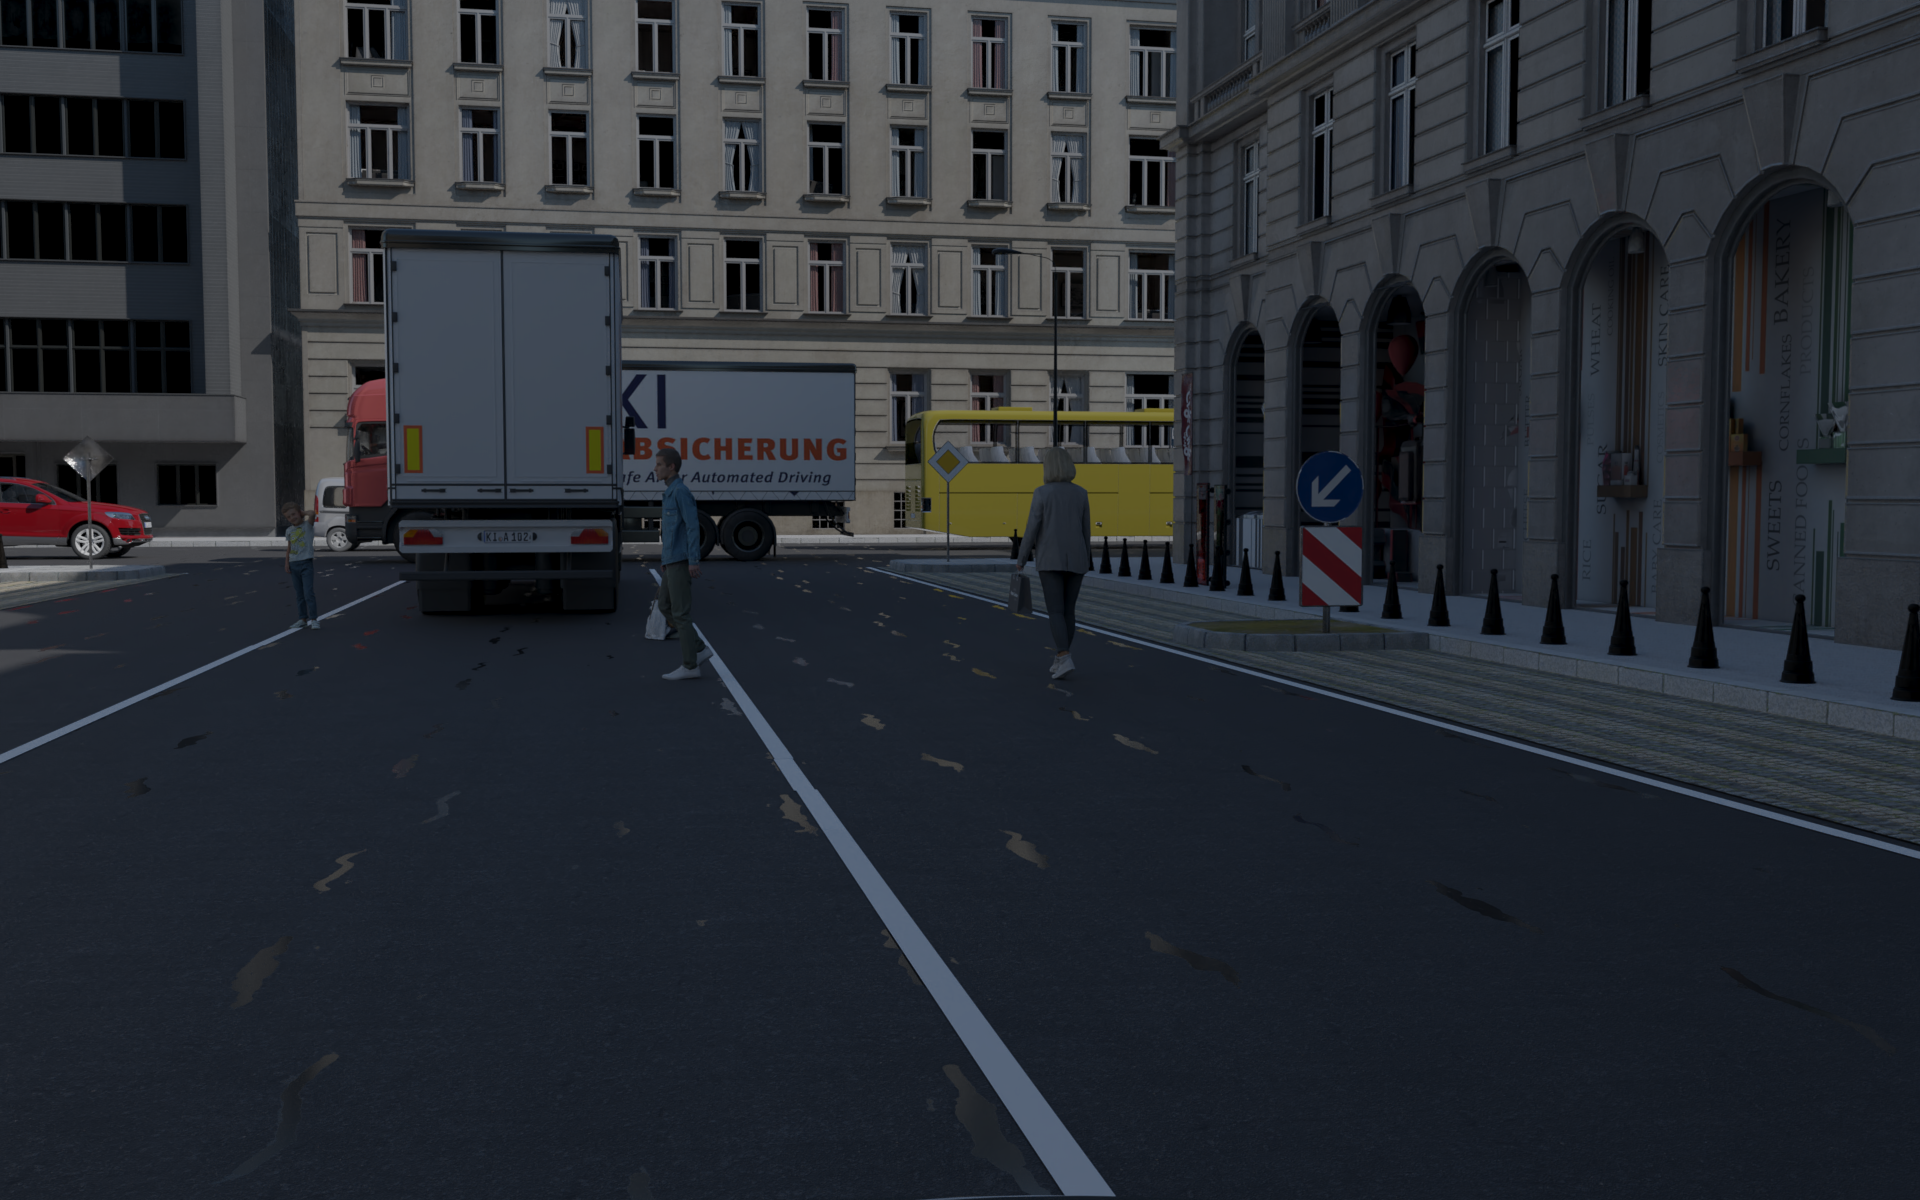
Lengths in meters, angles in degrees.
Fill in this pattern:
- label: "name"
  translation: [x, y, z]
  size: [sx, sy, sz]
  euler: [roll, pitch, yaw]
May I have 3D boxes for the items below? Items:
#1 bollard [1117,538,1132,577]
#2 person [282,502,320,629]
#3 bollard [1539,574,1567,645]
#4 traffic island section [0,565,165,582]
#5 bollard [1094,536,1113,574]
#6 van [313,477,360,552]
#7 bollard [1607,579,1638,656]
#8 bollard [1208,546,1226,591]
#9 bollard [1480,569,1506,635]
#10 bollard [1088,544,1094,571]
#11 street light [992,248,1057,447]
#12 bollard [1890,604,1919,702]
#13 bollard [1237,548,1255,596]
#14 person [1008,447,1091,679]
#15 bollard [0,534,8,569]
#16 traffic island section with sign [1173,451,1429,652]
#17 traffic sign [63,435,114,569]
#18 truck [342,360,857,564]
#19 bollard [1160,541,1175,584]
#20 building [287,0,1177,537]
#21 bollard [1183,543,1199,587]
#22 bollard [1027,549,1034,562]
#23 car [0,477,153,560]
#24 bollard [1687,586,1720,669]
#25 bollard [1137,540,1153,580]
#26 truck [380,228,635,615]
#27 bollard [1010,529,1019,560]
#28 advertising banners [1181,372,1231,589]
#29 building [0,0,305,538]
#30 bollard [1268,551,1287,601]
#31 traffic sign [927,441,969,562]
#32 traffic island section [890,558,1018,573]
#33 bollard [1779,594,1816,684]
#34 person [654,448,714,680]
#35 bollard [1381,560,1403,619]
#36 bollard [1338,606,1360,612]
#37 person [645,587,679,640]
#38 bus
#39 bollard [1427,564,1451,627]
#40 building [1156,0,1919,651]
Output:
- label: "bollard"
  translation: [2.562, -0.666, 26.929]
  size: [0.229, 0.601, 0.229]
  euler: [0, 3, 0]
- label: "person"
  translation: [-6.993, -0.367, 18.417]
  size: [0.435, 1.345, 0.340]
  euler: [0, 4, 2]
- label: "bollard"
  translation: [5.083, 0.075, 14.818]
  size: [0.229, 0.601, 0.229]
  euler: [0, 3, 0]
- label: "traffic island section"
  translation: [-14.934, -0.455, 29.727]
  size: [2.009, 0.180, 2.903]
  euler: [-1, 4, -12]
- label: "bollard"
  translation: [2.352, -0.728, 27.939]
  size: [0.229, 0.601, 0.229]
  euler: [0, 3, 0]
- label: "van"
  translation: [-14.216, -2.257, 43.919]
  size: [4.112, 2.044, 2.013]
  euler: [-1, 4, -10]
- label: "bollard"
  translation: [5.288, 0.136, 13.811]
  size: [0.229, 0.601, 0.229]
  euler: [0, 3, 0]
- label: "bollard"
  translation: [3.403, -0.419, 22.896]
  size: [0.229, 0.601, 0.229]
  euler: [0, 3, 0]
- label: "bollard"
  translation: [4.875, 0.013, 15.824]
  size: [0.229, 0.601, 0.229]
  euler: [0, 3, 0]
- label: "bollard"
  translation: [2.144, -0.789, 28.944]
  size: [0.229, 0.601, 0.229]
  euler: [0, 3, 0]
- label: "street light"
  translation: [1.289, -3.695, 32.958]
  size: [1.470, 5.913, 1.316]
  euler: [-1, 4, -12]
- label: "bollard"
  translation: [5.922, 0.323, 10.767]
  size: [0.229, 0.601, 0.229]
  euler: [0, 3, 0]
- label: "bollard"
  translation: [3.610, -0.357, 21.880]
  size: [0.229, 0.601, 0.229]
  euler: [0, 3, 0]
- label: "person"
  translation: [0.714, -0.298, 13.553]
  size: [0.709, 1.800, 0.728]
  euler: [-1, 4, -16]
- label: "bollard"
  translation: [-16.514, -0.843, 29.817]
  size: [0.229, 0.601, 0.229]
  euler: [0, 3, 0]
- label: "traffic island section with sign"
  translation: [3.134, -0.488, 16.612]
  size: [1.989, 1.847, 2.006]
  euler: [-1, 4, -12]
- label: "traffic sign"
  translation: [-14.913, -1.592, 29.670]
  size: [0.795, 2.450, 0.064]
  euler: [-1, 4, -12]
- label: "truck"
  translation: [-7.953, -2.957, 37.262]
  size: [11.283, 4.237, 2.839]
  euler: [-1, 4, -11]
- label: "bollard"
  translation: [2.983, -0.542, 24.911]
  size: [0.229, 0.601, 0.229]
  euler: [0, 3, 0]
- label: "building"
  translation: [-6.867, -13.890, 60.393]
  size: [30.059, 22.955, 16.112]
  euler: [-1, 4, -12]
- label: "bollard"
  translation: [3.190, -0.481, 23.900]
  size: [0.229, 0.601, 0.229]
  euler: [0, 3, 0]
- label: "bollard"
  translation: [1.304, -1.036, 32.977]
  size: [0.229, 0.601, 0.229]
  euler: [0, 3, 0]
- label: "car"
  translation: [-20.801, -1.818, 38.404]
  size: [5.304, 1.827, 2.281]
  euler: [-1, 4, -11]
- label: "bollard"
  translation: [5.502, 0.198, 12.798]
  size: [0.229, 0.601, 0.229]
  euler: [0, 3, 0]
- label: "bollard"
  translation: [2.772, -0.604, 25.923]
  size: [0.229, 0.601, 0.229]
  euler: [0, 3, 0]
- label: "truck"
  translation: [-5.927, -2.147, 24.023]
  size: [2.839, 4.237, 11.283]
  euler: [-1, 4, -11]
- label: "bollard"
  translation: [1.090, -1.098, 33.986]
  size: [0.229, 0.601, 0.229]
  euler: [0, 3, 0]
- label: "advertising banners"
  translation: [3.421, -1.719, 24.296]
  size: [0.090, 3.025, 2.074]
  euler: [-1, 4, -10]
- label: "building"
  translation: [-36.024, -14.303, 52.922]
  size: [30.058, 24.678, 14.314]
  euler: [-1, 4, -12]
- label: "bollard"
  translation: [3.822, -0.295, 20.866]
  size: [0.229, 0.601, 0.229]
  euler: [0, 3, 0]
- label: "traffic sign"
  translation: [-0.227, -1.777, 32.693]
  size: [0.795, 2.450, 0.064]
  euler: [-1, 4, -12]
- label: "traffic island section"
  translation: [-0.206, -0.642, 32.774]
  size: [2.009, 0.180, 2.903]
  euler: [-1, 4, -12]
- label: "bollard"
  translation: [5.709, 0.260, 11.784]
  size: [0.229, 0.601, 0.229]
  euler: [0, 3, 0]
- label: "person"
  translation: [-2.143, -0.281, 13.435]
  size: [0.444, 1.785, 0.601]
  euler: [0, 4, -6]
- label: "bollard"
  translation: [4.453, -0.110, 17.842]
  size: [0.229, 0.601, 0.229]
  euler: [0, 3, 0]
- label: "bollard"
  translation: [4.241, -0.172, 18.855]
  size: [0.229, 0.601, 0.229]
  euler: [0, 3, 0]
- label: "person"
  translation: [-2.917, 0.112, 17.140]
  size: [0.381, 0.543, 0.357]
  euler: [3, 4, 38]
- label: "bus"
  translation: [4.766, -3.332, 46.023]
  size: [12.252, 3.916, 2.896]
  euler: [-1, 4, -12]
- label: "bollard"
  translation: [4.662, -0.049, 16.837]
  size: [0.229, 0.601, 0.229]
  euler: [0, 3, 0]
- label: "building"
  translation: [12.034, -10.985, 21.410]
  size: [13.314, 21.916, 24.055]
  euler: [-1, 4, -12]
